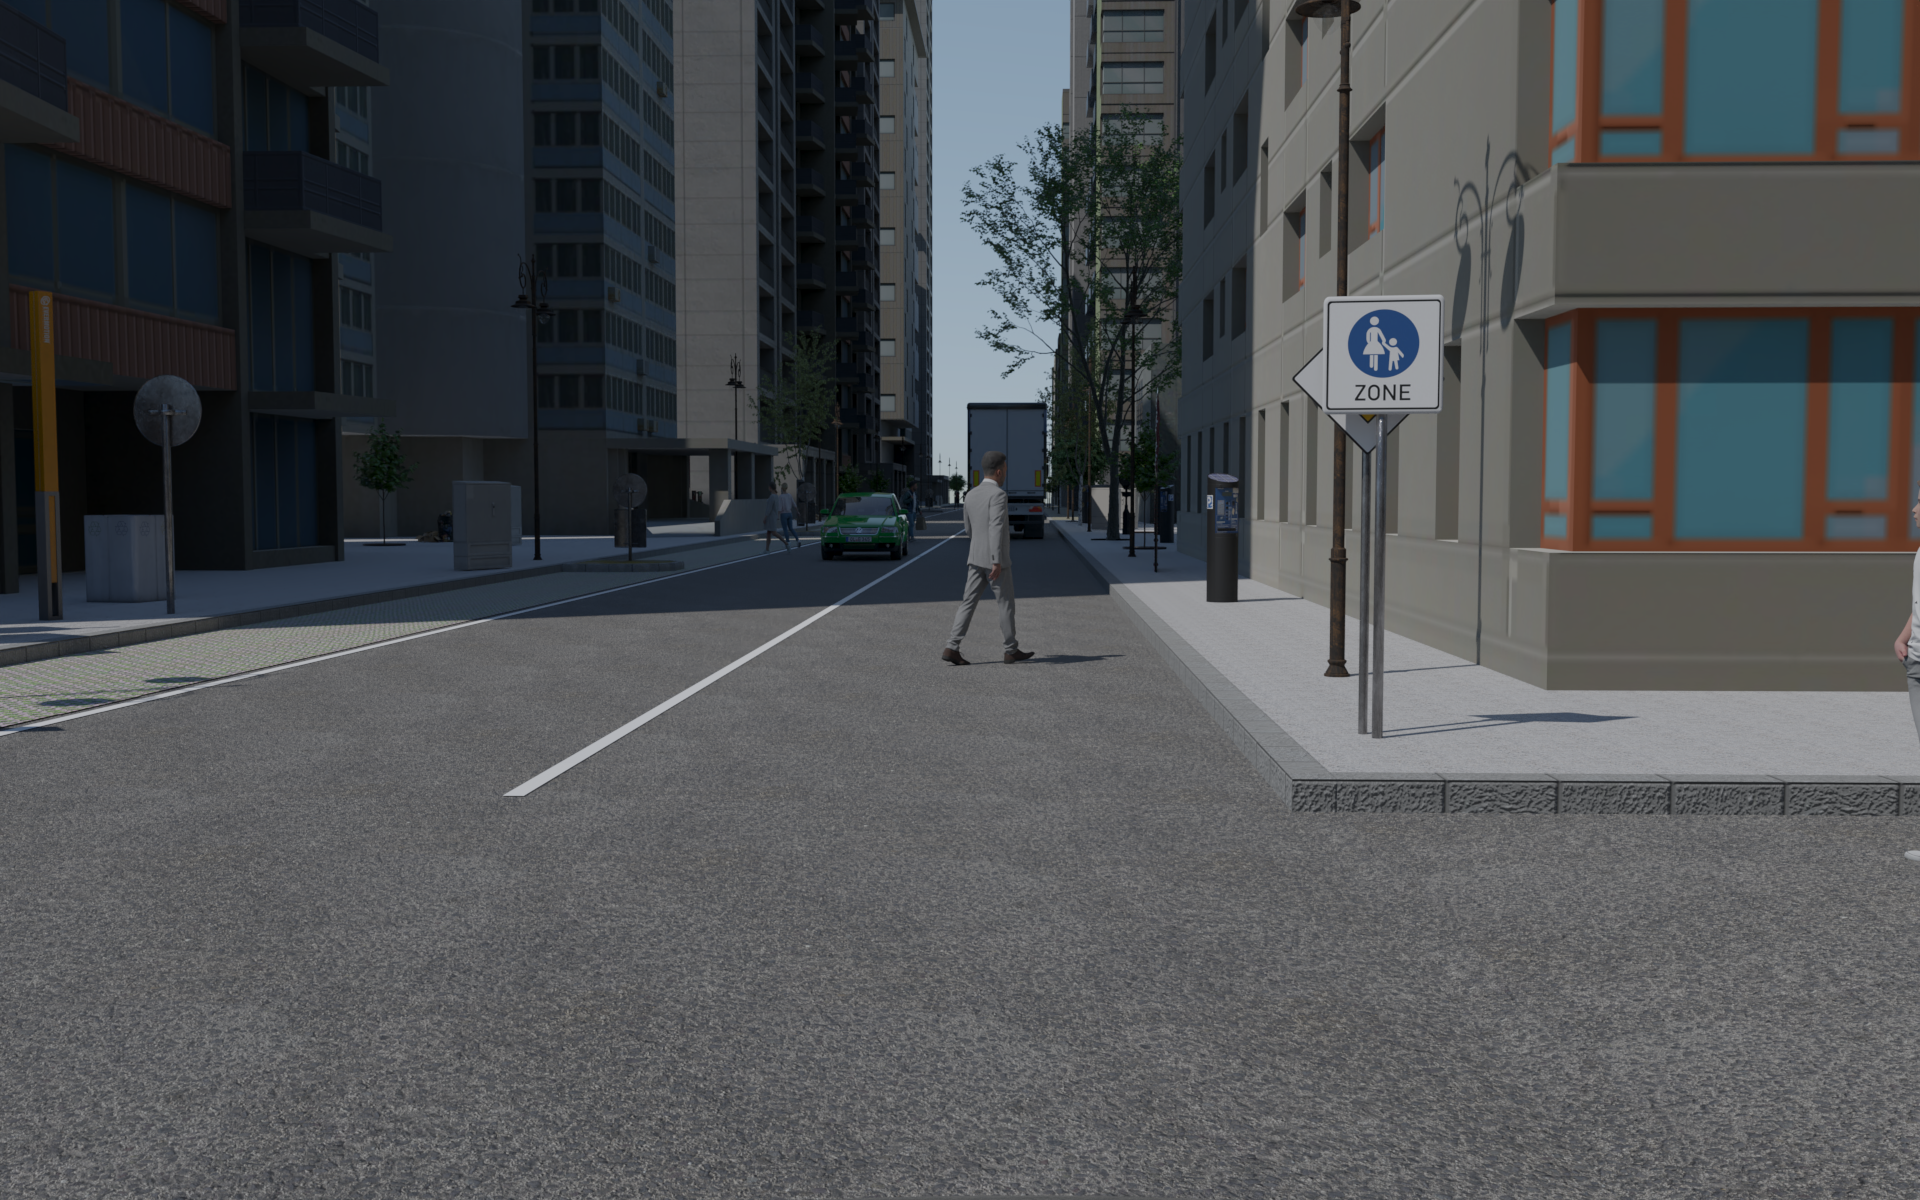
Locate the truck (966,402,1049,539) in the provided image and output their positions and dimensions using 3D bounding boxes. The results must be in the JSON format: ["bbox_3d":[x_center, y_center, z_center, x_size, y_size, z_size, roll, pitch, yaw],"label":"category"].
[{"bbox_3d":[1.649,-4.258,58.539,2.839,4.237,11.283,0,4,2],"label":"truck"}]

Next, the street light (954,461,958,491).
[{"bbox_3d":[-0.500,-16.356,240.213,0.468,5.910,1.993,0,4,2],"label":"street light"}]

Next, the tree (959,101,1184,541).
[{"bbox_3d":[4.103,-7.445,47.478,9.928,11.665,9.643,0,3,0],"label":"tree"}]

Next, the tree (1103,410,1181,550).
[{"bbox_3d":[4.421,-2.792,40.253,1.663,3.219,1.824,0,3,0],"label":"tree"}]

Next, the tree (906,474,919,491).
[{"bbox_3d":[-4.513,-10.164,160.781,1.663,3.219,1.824,0,3,0],"label":"tree"}]

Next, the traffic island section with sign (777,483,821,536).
[{"bbox_3d":[-5.248,-3.108,59.449,1.989,1.847,2.006,0,4,2],"label":"traffic island section with sign"}]

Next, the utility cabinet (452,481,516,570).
[{"bbox_3d":[-8.080,-1.265,29.355,0.318,1.500,1.173,1,4,23],"label":"utility cabinet"}]

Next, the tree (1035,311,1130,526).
[{"bbox_3d":[4.909,-7.346,70.463,4.737,8.622,4.395,0,3,0],"label":"tree"}]

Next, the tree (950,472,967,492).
[{"bbox_3d":[-0.436,-15.968,244.792,4.285,4.588,4.351,0,3,0],"label":"tree"}]

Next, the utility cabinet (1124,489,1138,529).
[{"bbox_3d":[5.936,-3.364,63.688,1.173,1.500,0.318,2,4,27],"label":"utility cabinet"}]

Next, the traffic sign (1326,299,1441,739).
[{"bbox_3d":[2.192,-0.422,9.033,0.606,2.300,0.079,1,4,10],"label":"traffic sign"}]

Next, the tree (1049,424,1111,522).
[{"bbox_3d":[5.563,-5.861,79.536,4.285,4.588,4.351,0,3,0],"label":"tree"}]

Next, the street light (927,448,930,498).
[{"bbox_3d":[-3.107,-12.034,169.543,0.468,5.910,1.993,0,4,2],"label":"street light"}]

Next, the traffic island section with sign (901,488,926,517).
[{"bbox_3d":[-3.372,-6.169,109.491,1.989,1.847,2.006,0,4,2],"label":"traffic island section with sign"}]

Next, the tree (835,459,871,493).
[{"bbox_3d":[-6.127,-6.152,95.187,1.663,3.219,1.824,0,3,0],"label":"tree"}]

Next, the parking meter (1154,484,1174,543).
[{"bbox_3d":[5.432,-2.264,45.431,0.372,1.533,0.369,0,3,0],"label":"parking meter"}]

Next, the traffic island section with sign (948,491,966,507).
[{"bbox_3d":[-0.265,-11.222,192.102,1.989,1.847,2.006,0,4,2],"label":"traffic island section with sign"}]

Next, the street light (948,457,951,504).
[{"bbox_3d":[-1.315,-14.927,216.836,0.468,5.910,1.993,0,4,2],"label":"street light"}]

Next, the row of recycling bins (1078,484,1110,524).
[{"bbox_3d":[5.974,-4.151,74.977,1.069,1.692,3.534,-1,4,-12],"label":"row of recycling bins"}]

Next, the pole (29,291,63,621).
[{"bbox_3d":[-9.252,-1.449,17.529,0.158,3.312,0.155,0,3,0],"label":"pole"}]

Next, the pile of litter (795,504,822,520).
[{"bbox_3d":[-7.240,-4.305,84.345,1.719,0.858,1.176,2,4,26],"label":"pile of litter"}]

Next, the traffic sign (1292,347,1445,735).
[{"bbox_3d":[2.150,-0.340,9.195,0.795,2.450,0.064,0,4,2],"label":"traffic sign"}]

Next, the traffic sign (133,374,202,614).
[{"bbox_3d":[-8.451,-1.123,18.471,0.768,2.556,0.104,0,4,6],"label":"traffic sign"}]

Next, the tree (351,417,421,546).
[{"bbox_3d":[-14.208,-2.963,43.039,1.663,3.219,1.824,0,3,0],"label":"tree"}]

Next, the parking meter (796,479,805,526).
[{"bbox_3d":[-6.357,-3.876,69.077,0.255,1.863,0.399,-1,4,-21],"label":"parking meter"}]

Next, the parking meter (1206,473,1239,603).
[{"bbox_3d":[3.120,-0.744,20.573,0.372,1.533,0.369,0,3,0],"label":"parking meter"}]

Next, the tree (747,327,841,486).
[{"bbox_3d":[-7.000,-7.655,75.518,4.737,8.622,4.395,0,3,0],"label":"tree"}]

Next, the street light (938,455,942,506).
[{"bbox_3d":[-2.237,-13.509,193.654,0.468,5.910,1.993,0,4,2],"label":"street light"}]

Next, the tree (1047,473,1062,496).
[{"bbox_3d":[8.293,-9.828,155.288,1.663,3.219,1.824,0,3,0],"label":"tree"}]

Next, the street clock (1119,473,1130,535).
[{"bbox_3d":[5.255,-3.068,54.730,0.471,2.002,0.358,3,4,36],"label":"street clock"}]

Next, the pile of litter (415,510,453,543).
[{"bbox_3d":[-14.034,-1.982,46.375,1.176,0.858,1.719,0,4,5],"label":"pile of litter"}]

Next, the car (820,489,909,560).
[{"bbox_3d":[-2.115,-1.849,39.035,1.959,1.807,4.718,0,4,1],"label":"car"}]

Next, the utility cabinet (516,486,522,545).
[{"bbox_3d":[-11.300,-2.087,42.802,0.318,1.500,1.173,1,4,21],"label":"utility cabinet"}]

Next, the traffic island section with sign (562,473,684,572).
[{"bbox_3d":[-6.258,-1.461,32.512,1.989,1.847,2.006,0,4,2],"label":"traffic island section with sign"}]

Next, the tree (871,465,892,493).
[{"bbox_3d":[-5.234,-7.275,113.540,1.663,3.219,1.824,0,3,0],"label":"tree"}]

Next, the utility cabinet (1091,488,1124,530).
[{"bbox_3d":[5.189,-3.226,61.417,0.318,1.500,1.173,-3,5,-41],"label":"utility cabinet"}]

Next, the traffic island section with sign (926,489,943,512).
[{"bbox_3d":[-2.360,-7.816,136.427,1.989,1.847,2.006,0,4,2],"label":"traffic island section with sign"}]
